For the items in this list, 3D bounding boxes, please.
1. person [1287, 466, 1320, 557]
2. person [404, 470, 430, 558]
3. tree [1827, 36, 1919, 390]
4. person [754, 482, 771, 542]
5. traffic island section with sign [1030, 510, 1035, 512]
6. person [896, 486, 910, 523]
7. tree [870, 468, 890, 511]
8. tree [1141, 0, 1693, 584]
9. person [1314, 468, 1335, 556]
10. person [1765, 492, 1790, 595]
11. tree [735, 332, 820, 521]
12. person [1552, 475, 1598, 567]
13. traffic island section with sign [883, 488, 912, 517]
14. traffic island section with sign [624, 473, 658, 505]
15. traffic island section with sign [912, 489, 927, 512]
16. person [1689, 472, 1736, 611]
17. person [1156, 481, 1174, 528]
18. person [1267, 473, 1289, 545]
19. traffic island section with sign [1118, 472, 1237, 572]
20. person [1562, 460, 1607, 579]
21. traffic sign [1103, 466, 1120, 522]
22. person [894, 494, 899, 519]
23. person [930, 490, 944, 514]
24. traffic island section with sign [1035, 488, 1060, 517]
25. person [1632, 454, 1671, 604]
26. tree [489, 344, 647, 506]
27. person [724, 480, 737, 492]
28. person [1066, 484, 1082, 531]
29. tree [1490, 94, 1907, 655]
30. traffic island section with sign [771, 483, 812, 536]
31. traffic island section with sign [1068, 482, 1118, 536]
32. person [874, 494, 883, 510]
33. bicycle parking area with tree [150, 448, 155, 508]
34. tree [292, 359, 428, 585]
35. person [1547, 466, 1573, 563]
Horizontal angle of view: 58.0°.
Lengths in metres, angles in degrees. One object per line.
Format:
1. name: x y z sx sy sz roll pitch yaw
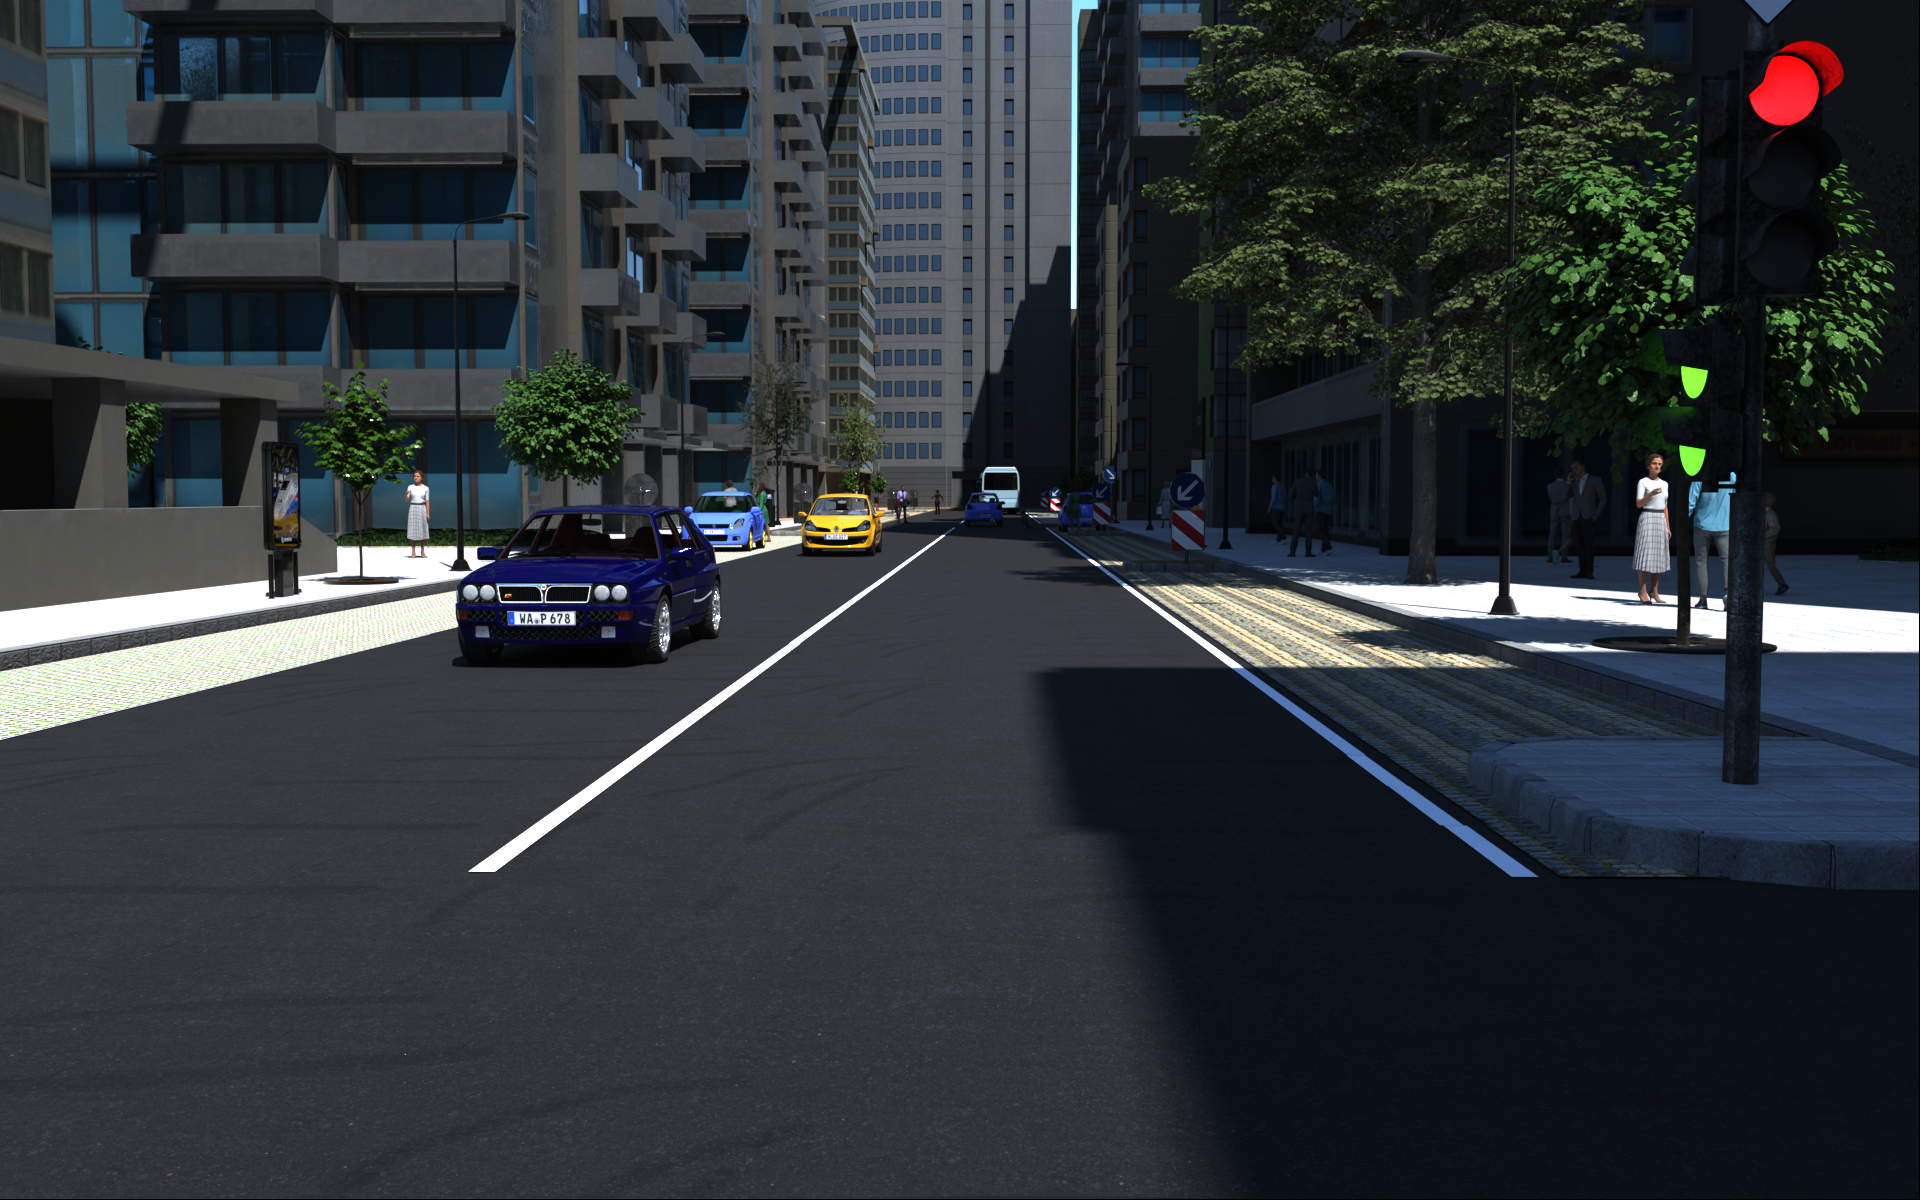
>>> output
1. person: 7.009 -1.804 35.338 0.655 1.846 0.447 1 4 18
2. person: -10.850 -1.714 34.631 0.480 1.755 0.524 -1 4 -21
3. tree: 15.020 -4.582 25.285 4.360 8.622 3.978 0 3 0
4. person: -5.858 -2.603 51.313 0.529 1.795 0.600 0 4 -8
5. traffic island section with sign: 6.518 -7.814 136.385 1.989 1.847 2.006 0 4 1
6. person: -2.760 -4.643 84.284 0.709 1.838 0.599 -1 4 -22
7. tree: -6.138 -8.273 129.869 1.663 3.219 1.824 0 3 0
8. tree: 6.515 -6.530 24.895 7.486 12.596 7.792 0 3 0
9. person: 7.631 -1.846 36.247 0.620 1.820 0.660 3 5 43
10. person: 10.206 -0.709 21.909 0.640 1.303 0.475 -1 4 -9
11. tree: -8.427 -7.898 79.489 4.360 8.622 3.978 0 3 0
12. person: 10.866 -1.453 30.551 0.760 1.731 0.466 1 4 9
13. traffic island section with sign: -4.224 -6.191 109.857 1.989 1.847 2.006 0 4 1
14. traffic island section with sign: -6.039 -1.463 32.548 1.989 1.847 2.006 0 4 1
15. traffic island section with sign: -3.589 -7.864 137.206 1.989 1.847 2.006 0 4 1
16. person: 8.296 -0.809 19.125 0.638 1.841 0.748 1 4 14
17. person: 7.726 -3.579 64.915 0.694 1.780 0.624 0 4 -1
18. person: 8.146 -2.328 44.119 0.620 1.820 0.660 3 4 37
19. traffic island section with sign: 4.077 -1.459 32.490 1.989 1.847 2.006 0 4 1
20. person: 9.462 -1.227 26.281 0.473 1.802 0.592 -2 4 -25
21. traffic sign: 6.839 -4.778 78.233 0.768 2.556 0.104 0 4 4
22. person: -3.657 -5.376 99.664 0.557 1.426 1.065 -1 4 -9
23. person: -1.638 -6.909 122.171 1.217 1.735 0.721 -2 4 -35
24. traffic island section with sign: 5.889 -6.166 109.438 1.989 1.847 2.006 0 4 1
25. person: 8.155 -0.836 20.278 0.480 1.755 0.524 -1 4 -21
26. tree: -8.621 -3.332 38.200 4.285 4.588 4.351 0 3 0
27. person: -8.091 -3.363 61.385 0.716 1.782 0.532 -2 4 -35
28. person: 4.128 -3.281 62.389 0.600 1.795 0.529 -2 4 -34
29. tree: 6.103 -1.882 14.477 4.285 4.588 4.351 0 3 0
30. traffic island section with sign: -5.393 -3.115 59.554 1.989 1.847 2.006 0 4 1
31. traffic island section with sign: 4.708 -3.108 59.438 1.989 1.847 2.006 0 4 1
32. person: -6.564 -7.951 139.267 0.697 1.427 0.421 0 4 4
33. bicycle parking area with tree: -21.025 -3.387 42.372 9.016 4.147 8.231 1 4 11
34. tree: -8.479 -1.850 24.842 1.663 3.219 1.824 0 3 0
35. person: 11.281 -1.607 32.491 0.511 1.800 0.466 2 4 24
